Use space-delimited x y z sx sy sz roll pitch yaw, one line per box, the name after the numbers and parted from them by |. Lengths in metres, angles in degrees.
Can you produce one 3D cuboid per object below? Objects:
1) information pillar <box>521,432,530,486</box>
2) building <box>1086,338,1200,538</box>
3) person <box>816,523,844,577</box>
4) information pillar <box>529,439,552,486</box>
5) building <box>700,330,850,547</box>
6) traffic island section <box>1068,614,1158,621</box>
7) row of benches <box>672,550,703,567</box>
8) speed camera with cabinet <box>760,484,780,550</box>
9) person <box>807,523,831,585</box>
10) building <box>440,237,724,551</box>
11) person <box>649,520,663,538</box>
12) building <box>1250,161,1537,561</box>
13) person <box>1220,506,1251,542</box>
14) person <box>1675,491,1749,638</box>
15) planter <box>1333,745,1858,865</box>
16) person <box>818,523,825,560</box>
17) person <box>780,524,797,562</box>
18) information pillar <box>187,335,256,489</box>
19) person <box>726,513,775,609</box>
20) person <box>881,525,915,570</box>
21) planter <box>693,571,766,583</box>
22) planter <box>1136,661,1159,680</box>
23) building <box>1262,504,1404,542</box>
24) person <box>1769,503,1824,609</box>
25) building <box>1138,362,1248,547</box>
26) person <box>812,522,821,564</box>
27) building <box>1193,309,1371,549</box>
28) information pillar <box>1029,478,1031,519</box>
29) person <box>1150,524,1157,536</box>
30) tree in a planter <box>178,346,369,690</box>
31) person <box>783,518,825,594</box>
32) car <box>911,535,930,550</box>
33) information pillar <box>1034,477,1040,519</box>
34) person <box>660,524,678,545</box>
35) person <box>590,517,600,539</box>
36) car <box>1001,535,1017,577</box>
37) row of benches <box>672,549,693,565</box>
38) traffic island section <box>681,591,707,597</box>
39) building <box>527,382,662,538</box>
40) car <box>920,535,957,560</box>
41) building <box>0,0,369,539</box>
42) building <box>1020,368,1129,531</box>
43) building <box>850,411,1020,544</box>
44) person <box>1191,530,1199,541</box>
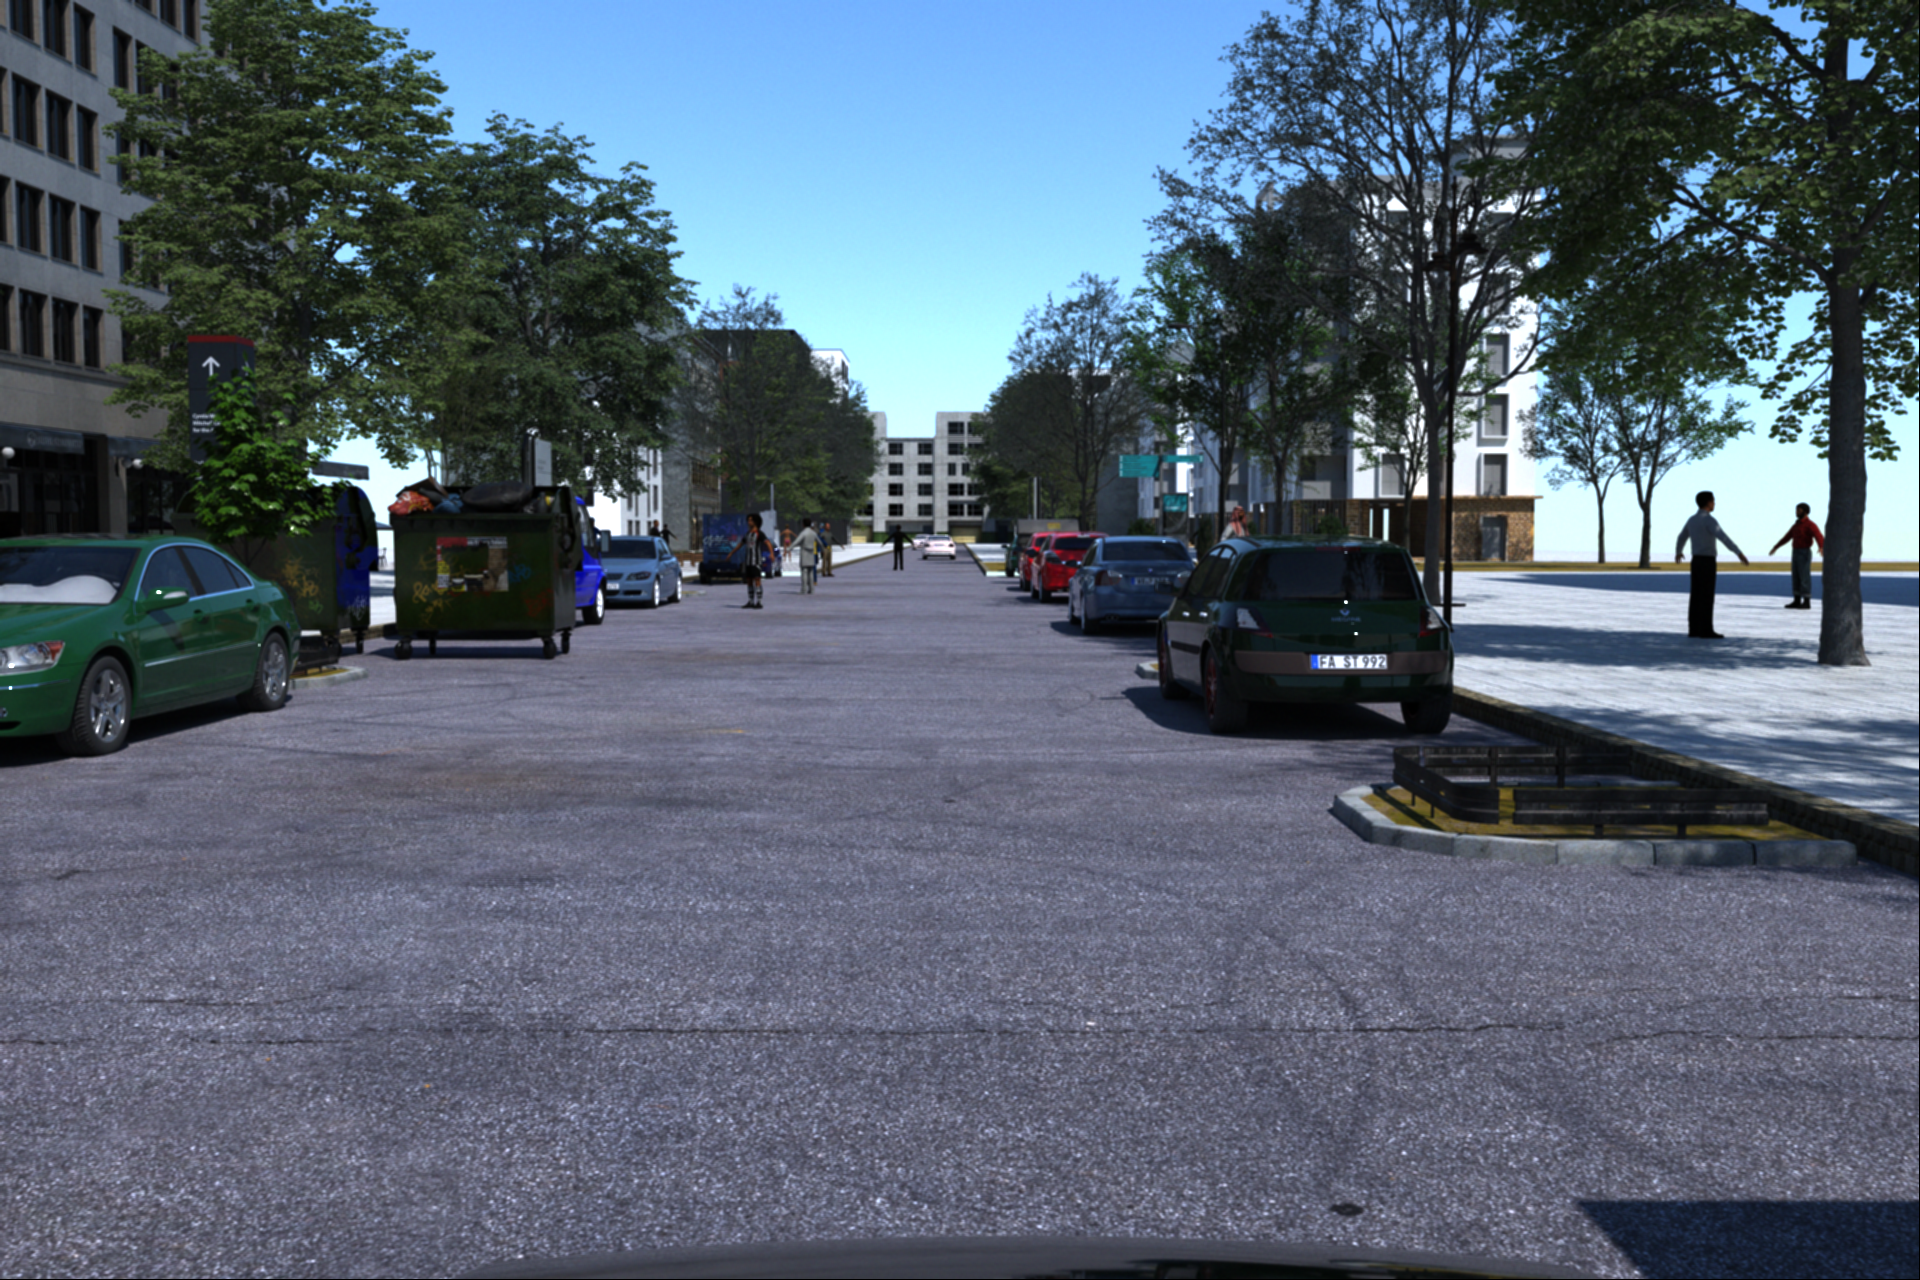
-9.945 -2.957 39.703 0.183 3.616 0.504 0 4 0 | information pillar
24.604 -22.763 203.111 19.493 23.208 18.063 0 4 0 | building
-4.462 -3.031 58.287 1.348 1.796 0.705 -3 5 -44 | person
-10.539 -3.196 43.572 0.184 3.620 1.656 0 3 0 | information pillar
-27.027 -21.128 189.413 27.936 21.610 32.646 0 3 0 | building
2.852 -0.403 29.455 1.991 0.108 1.994 0 4 0 | traffic island section
-10.065 -3.220 68.115 4.104 0.672 1.422 0 4 -6 | row of benches
-7.585 -4.564 68.950 0.660 3.252 2.038 0 4 0 | speed camera with cabinet
-4.200 -2.418 48.459 1.216 1.772 0.721 0 4 4 | person
-29.545 -18.767 137.773 19.493 23.208 18.063 0 4 -1 | building
-11.156 -3.514 63.677 0.704 1.802 1.346 1 4 13 | person
21.180 -14.549 94.297 16.016 20.090 11.380 0 3 0 | building
5.302 -1.638 32.926 1.347 1.811 0.704 -3 5 -44 | person
9.223 -0.934 21.421 0.704 1.810 1.344 -1 4 -12 | person
2.904 0.774 8.492 1.991 0.319 1.994 0 4 1 | planter
-6.928 -4.928 86.703 0.704 1.817 1.347 -2 4 -29 | person
-8.070 -4.527 80.815 1.217 1.733 0.721 -1 4 -11 | person
-9.735 -2.052 22.936 0.750 3.857 0.750 0 4 -1 | information pillar
-3.984 -1.511 33.299 1.345 1.843 0.704 3 5 42 | person
-2.446 -3.675 68.730 1.347 1.806 0.705 -1 4 -13 | person
-6.909 -1.900 52.208 1.991 0.319 1.994 0 3 0 | planter
2.817 0.217 17.588 1.991 0.319 1.994 0 4 1 | planter
25.133 -15.695 113.030 16.016 20.090 11.380 0 4 0 | building
14.395 -1.442 29.679 0.704 1.816 1.345 -1 4 -11 | person
24.427 -20.202 186.723 16.016 20.090 11.380 0 4 0 | building
-6.223 -4.145 73.903 0.705 1.813 1.348 2 4 29 | person
24.529 -17.511 142.727 16.016 20.090 11.380 0 3 0 | building
2.919 -4.959 72.436 0.183 3.616 0.504 0 4 0 | information pillar
9.509 -4.962 87.094 1.349 1.833 0.705 -3 5 -41 | person
-6.885 -1.190 16.671 1.991 3.239 1.994 0 3 0 | tree in a planter
-3.682 -2.006 41.449 0.705 1.806 1.347 3 5 40 | person
-3.372 -8.888 157.678 2.083 1.381 4.827 0 4 0 | car
3.189 -4.918 71.724 0.184 3.620 1.656 0 4 -1 | information pillar
-16.188 -5.468 95.329 1.347 1.837 0.705 1 4 11 | person
-12.150 -3.142 57.248 1.347 1.842 0.705 -3 4 -37 | person
2.480 -2.895 59.126 2.131 1.459 4.920 0 4 0 | car
-12.704 -3.477 72.305 4.104 0.672 1.422 3 4 37 | row of benches
-6.941 -1.058 40.169 1.991 0.108 1.994 0 3 0 | traffic island section
-23.314 -10.256 109.825 9.099 9.664 28.070 0 4 0 | building
-1.197 -5.223 97.757 2.083 1.381 4.827 0 4 -1 | car
-33.147 -14.937 46.390 24.374 26.755 37.873 0 3 0 | building
21.748 -23.584 229.570 27.936 21.610 32.646 0 4 0 | building
-3.559 -23.662 255.790 31.486 18.905 16.747 0 4 -1 | building
13.281 -5.447 95.195 1.346 1.812 0.704 -1 4 -20 | person
